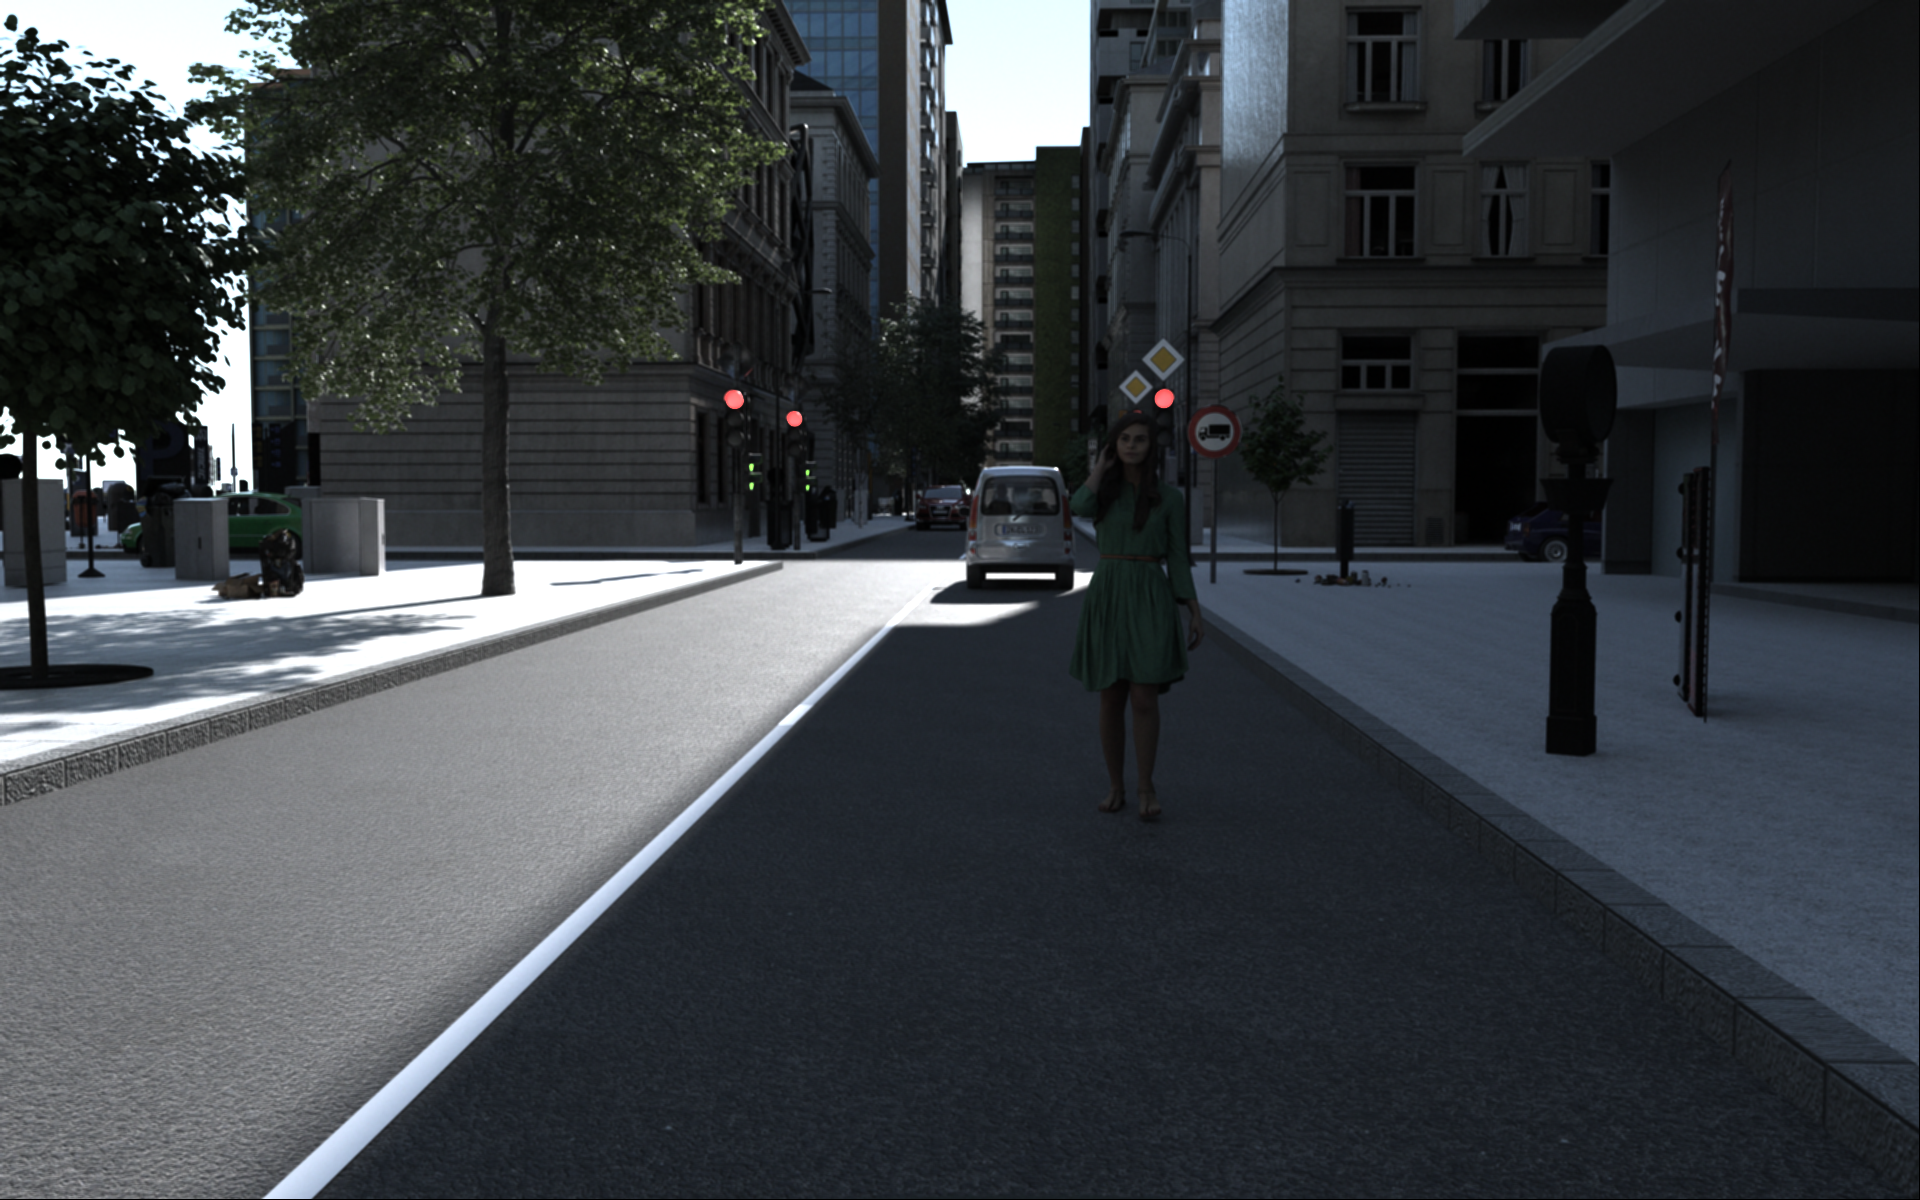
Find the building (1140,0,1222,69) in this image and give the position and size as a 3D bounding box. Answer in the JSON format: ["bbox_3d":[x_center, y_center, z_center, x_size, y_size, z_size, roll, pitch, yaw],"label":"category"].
[{"bbox_3d":[26.270,-26.619,127.105,32.217,40.220,23.993,0,4,2],"label":"building"}]

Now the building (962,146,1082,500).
[{"bbox_3d":[7.253,-31.979,206.456,14.086,41.232,14.154,0,4,2],"label":"building"}]

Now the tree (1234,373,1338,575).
[{"bbox_3d":[5.212,-2.029,27.771,1.663,3.219,1.824,0,3,0],"label":"tree"}]

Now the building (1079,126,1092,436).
[{"bbox_3d":[21.401,-34.011,206.190,14.200,45.320,14.600,0,4,2],"label":"building"}]

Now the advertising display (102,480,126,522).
[{"bbox_3d":[-38.320,-4.481,78.479,0.974,1.923,0.123,-1,4,-21],"label":"advertising display"}]

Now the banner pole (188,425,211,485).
[{"bbox_3d":[-24.319,-3.985,55.168,0.863,3.779,0.401,-3,5,-41],"label":"banner pole"}]

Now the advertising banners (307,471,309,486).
[{"bbox_3d":[-41.758,-7.039,111.280,2.074,3.025,0.090,0,4,4],"label":"advertising banners"}]

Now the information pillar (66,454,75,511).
[{"bbox_3d":[-41.740,-5.504,81.349,0.183,3.616,0.504,1,4,15],"label":"information pillar"}]

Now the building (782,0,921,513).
[{"bbox_3d":[-10.110,-28.830,121.484,14.600,45.320,14.200,0,4,2],"label":"building"}]

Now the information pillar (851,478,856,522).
[{"bbox_3d":[-4.855,-4.661,80.694,0.304,2.012,0.304,2,4,24],"label":"information pillar"}]

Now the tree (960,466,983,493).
[{"bbox_3d":[1.572,-12.155,182.445,4.285,4.588,4.351,0,3,0],"label":"tree"}]

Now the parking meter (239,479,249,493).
[{"bbox_3d":[-28.308,-3.840,68.493,0.255,1.863,0.399,0,4,-1],"label":"parking meter"}]

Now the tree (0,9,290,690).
[{"bbox_3d":[-6.347,-1.728,11.971,4.285,4.588,4.351,0,3,0],"label":"tree"}]

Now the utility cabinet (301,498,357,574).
[{"bbox_3d":[-10.185,-1.043,28.207,0.306,1.237,1.020,3,4,38],"label":"utility cabinet"}]

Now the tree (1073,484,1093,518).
[{"bbox_3d":[6.651,-5.960,92.042,1.663,3.219,1.824,0,3,0],"label":"tree"}]

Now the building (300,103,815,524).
[{"bbox_3d":[-14.434,-12.328,69.007,16.820,18.784,16.811,0,4,2],"label":"building"}]

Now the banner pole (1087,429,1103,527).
[{"bbox_3d":[5.247,-4.699,66.841,0.863,3.779,0.401,-2,4,-31],"label":"banner pole"}]

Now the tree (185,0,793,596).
[{"bbox_3d":[-5.485,-6.329,21.605,7.486,12.596,7.792,0,3,0],"label":"tree"}]

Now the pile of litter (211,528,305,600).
[{"bbox_3d":[-8.853,-0.478,21.784,1.176,0.858,1.719,0,4,4],"label":"pile of litter"}]

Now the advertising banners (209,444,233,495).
[{"bbox_3d":[-25.844,-3.932,60.480,0.090,3.025,2.074,-3,5,-44],"label":"advertising banners"}]

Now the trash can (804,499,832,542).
[{"bbox_3d":[-3.821,-2.145,46.724,0.748,1.137,0.748,0,3,0],"label":"trash can"}]

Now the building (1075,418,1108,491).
[{"bbox_3d":[21.964,-45.127,176.074,20.563,71.187,20.611,0,4,2],"label":"building"}]

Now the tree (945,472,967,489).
[{"bbox_3d":[-0.415,-9.195,144.943,1.663,3.219,1.824,0,3,0],"label":"tree"}]

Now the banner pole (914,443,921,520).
[{"bbox_3d":[-2.069,-5.863,85.876,0.401,3.779,0.863,1,4,16],"label":"banner pole"}]

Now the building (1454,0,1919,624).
[{"bbox_3d":[20.885,-25.954,13.590,28.713,52.752,27.495,0,4,2],"label":"building"}]

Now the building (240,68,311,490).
[{"bbox_3d":[-57.186,-32.073,179.019,28.867,44.769,22.147,0,4,2],"label":"building"}]

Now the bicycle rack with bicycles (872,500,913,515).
[{"bbox_3d":[-4.367,-5.776,107.818,2.925,0.926,2.852,-1,4,-16],"label":"bicycle rack with bicycles"}]

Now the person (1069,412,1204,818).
[{"bbox_3d":[0.775,0.062,7.736,0.600,1.795,0.529,0,3,0],"label":"person"}]

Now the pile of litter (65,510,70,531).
[{"bbox_3d":[-31.622,-2.899,61.365,1.176,0.858,1.719,-2,4,-33],"label":"pile of litter"}]

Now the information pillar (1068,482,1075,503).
[{"bbox_3d":[6.902,-6.279,107.160,0.304,2.012,0.304,3,4,36],"label":"information pillar"}]

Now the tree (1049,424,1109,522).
[{"bbox_3d":[6.452,-6.150,84.263,4.285,4.588,4.351,0,3,0],"label":"tree"}]

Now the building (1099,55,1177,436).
[{"bbox_3d":[14.805,-18.571,100.900,12.463,27.353,25.104,0,4,2],"label":"building"}]

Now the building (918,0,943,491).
[{"bbox_3d":[-13.352,-32.069,143.943,23.786,49.044,30.456,0,4,2],"label":"building"}]

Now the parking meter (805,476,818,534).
[{"bbox_3d":[-4.779,-3.059,55.723,0.255,1.863,0.399,3,4,36],"label":"parking meter"}]

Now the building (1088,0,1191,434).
[{"bbox_3d":[25.212,-34.449,152.480,28.713,52.752,27.495,0,4,2],"label":"building"}]

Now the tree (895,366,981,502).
[{"bbox_3d":[-1.979,-9.203,100.837,4.737,8.622,4.395,0,3,0],"label":"tree"}]

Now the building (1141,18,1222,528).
[{"bbox_3d":[15.353,-14.341,76.271,13.314,21.916,24.055,0,4,2],"label":"building"}]

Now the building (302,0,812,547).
[{"bbox_3d":[-10.783,-11.388,50.822,10.561,19.102,19.286,0,4,2],"label":"building"}]

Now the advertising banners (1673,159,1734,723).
[{"bbox_3d":[4.335,-0.852,10.118,0.090,3.025,2.074,1,4,18],"label":"advertising banners"}]

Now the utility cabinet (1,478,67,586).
[{"bbox_3d":[-12.942,-0.950,24.208,0.318,1.500,1.173,0,4,-3],"label":"utility cabinet"}]

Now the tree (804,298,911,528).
[{"bbox_3d":[-3.710,-6.975,64.403,4.360,8.622,3.978,0,3,0],"label":"tree"}]

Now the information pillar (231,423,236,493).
[{"bbox_3d":[-23.738,-3.993,56.645,0.183,3.616,0.504,-1,4,-20],"label":"information pillar"}]

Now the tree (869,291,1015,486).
[{"bbox_3d":[-1.632,-12.402,109.435,9.857,13.997,8.962,0,3,0],"label":"tree"}]

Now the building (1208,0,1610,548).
[{"bbox_3d":[22.244,-13.114,47.690,30.059,22.955,16.112,0,4,2],"label":"building"}]

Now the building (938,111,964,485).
[{"bbox_3d":[-10.443,-35.875,210.263,21.600,48.544,21.300,0,4,2],"label":"building"}]

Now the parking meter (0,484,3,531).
[{"bbox_3d":[-33.211,-3.329,60.134,0.255,1.863,0.399,-1,4,-13],"label":"parking meter"}]

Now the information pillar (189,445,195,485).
[{"bbox_3d":[-36.565,-5.587,82.698,0.504,3.616,0.183,1,4,13],"label":"information pillar"}]

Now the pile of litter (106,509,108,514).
[{"bbox_3d":[-54.571,-5.905,110.508,1.176,0.858,1.719,-1,4,-9],"label":"pile of litter"}]

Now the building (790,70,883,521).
[{"bbox_3d":[-10.475,-16.133,92.651,11.050,23.489,19.941,0,4,2],"label":"building"}]

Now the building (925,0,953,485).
[{"bbox_3d":[-15.021,-35.800,174.571,27.495,52.752,28.713,0,4,2],"label":"building"}]

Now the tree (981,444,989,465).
[{"bbox_3d":[1.047,-13.489,170.909,4.737,8.622,4.395,0,3,0],"label":"tree"}]

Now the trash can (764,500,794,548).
[{"bbox_3d":[-4.292,-1.810,41.249,0.748,1.137,0.748,0,3,0],"label":"trash can"}]
